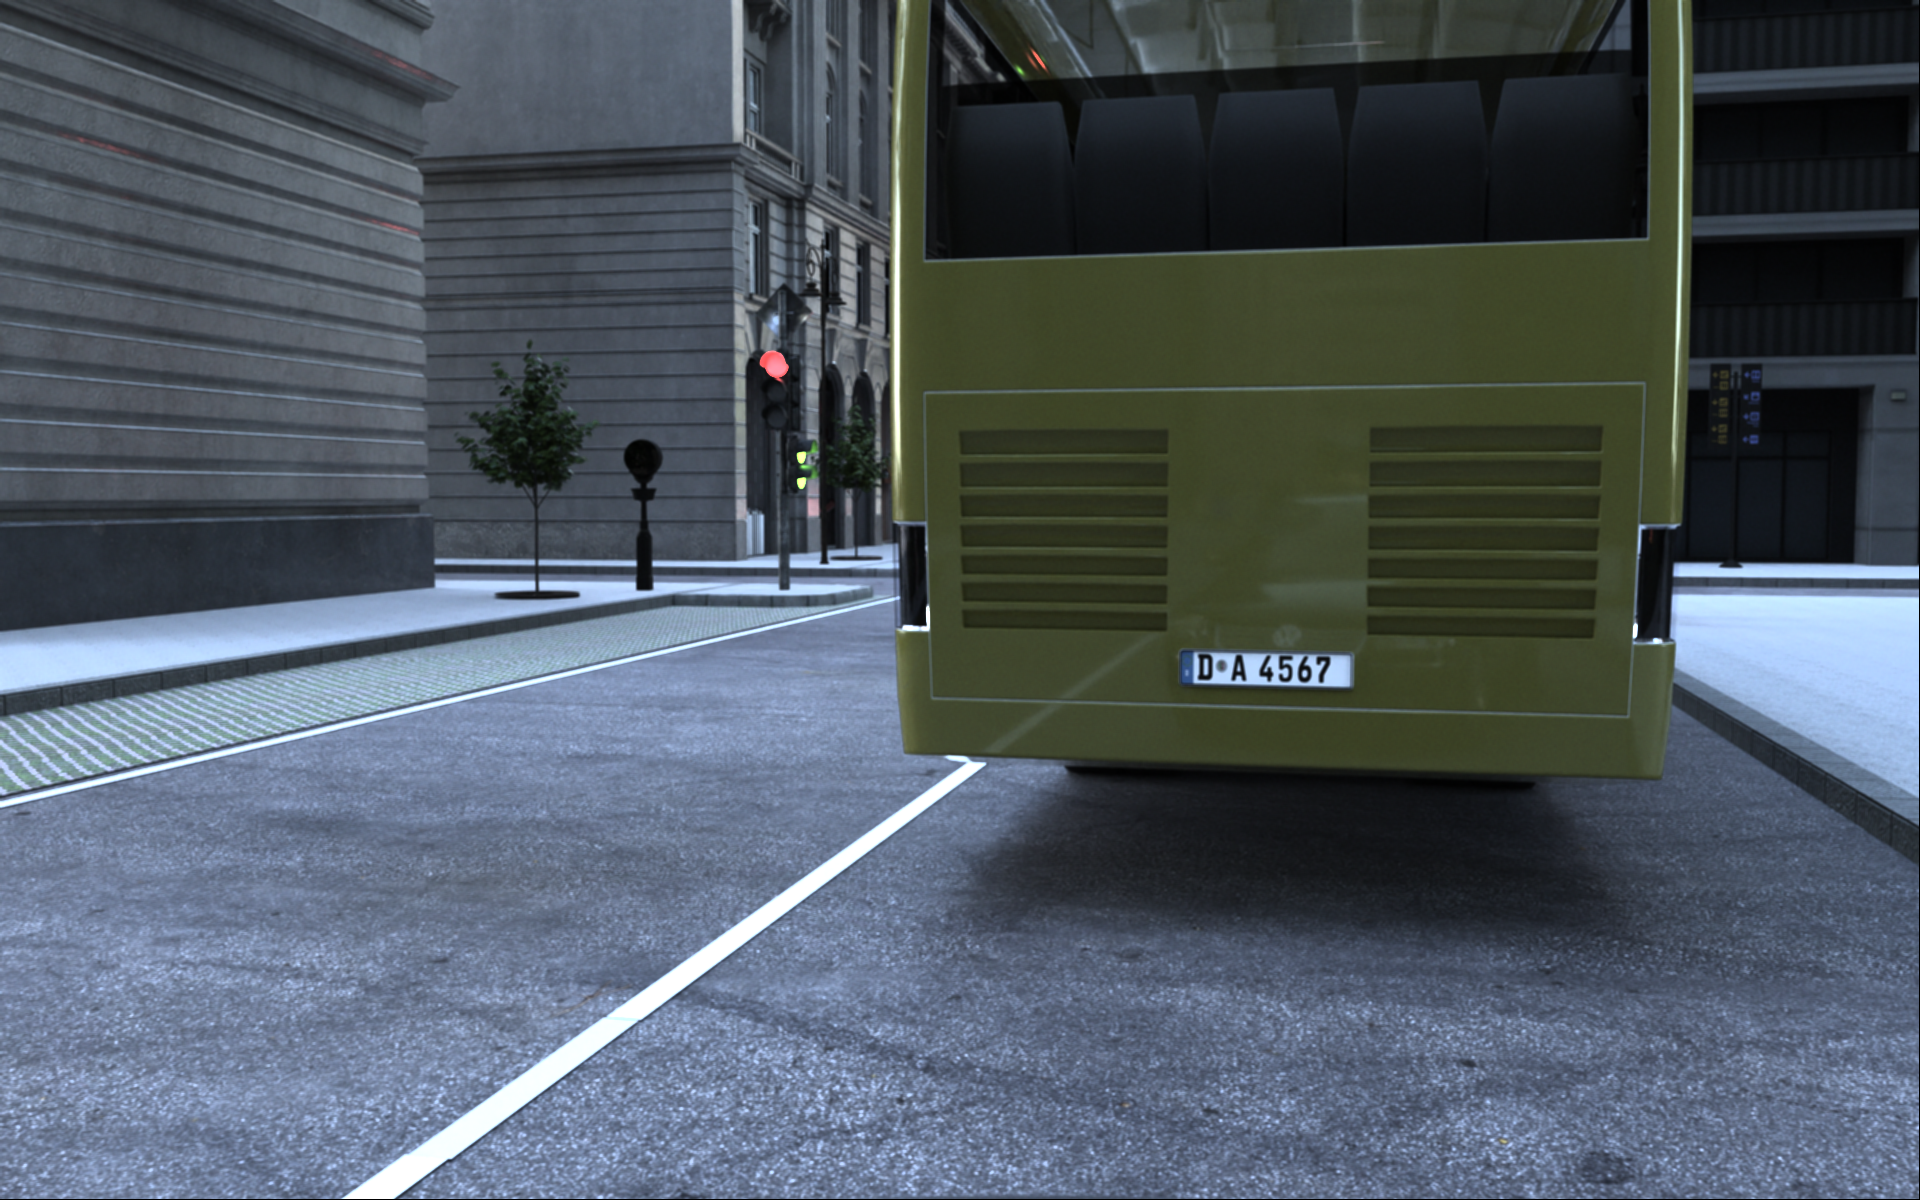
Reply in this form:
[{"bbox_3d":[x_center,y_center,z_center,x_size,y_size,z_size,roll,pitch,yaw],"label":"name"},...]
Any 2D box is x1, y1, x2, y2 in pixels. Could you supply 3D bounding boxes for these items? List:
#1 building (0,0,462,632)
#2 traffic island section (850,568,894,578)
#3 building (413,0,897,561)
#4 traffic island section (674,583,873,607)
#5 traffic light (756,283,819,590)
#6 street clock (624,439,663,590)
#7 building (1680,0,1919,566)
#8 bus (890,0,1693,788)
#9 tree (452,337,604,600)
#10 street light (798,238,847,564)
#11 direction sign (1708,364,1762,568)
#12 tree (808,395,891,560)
[{"bbox_3d":[-17.278,-11.717,20.449,19.941,23.489,11.050,1,4,13],"label":"building"},{"bbox_3d":[-0.618,-0.535,31.028,2.009,0.180,2.903,1,4,13],"label":"traffic island section"},{"bbox_3d":[-7.461,-12.423,44.912,13.314,21.916,24.055,1,4,13],"label":"building"},{"bbox_3d":[-2.375,-0.059,23.238,2.009,0.180,2.903,1,4,13],"label":"traffic island section"},{"bbox_3d":[-2.338,-2.090,23.094,0.839,4.253,0.868,1,4,13],"label":"traffic light"},{"bbox_3d":[-4.217,-1.134,23.108,0.471,2.002,0.358,0,4,3],"label":"street clock"},{"bbox_3d":[23.964,-36.652,37.512,20.611,71.187,20.563,1,4,13],"label":"building"},{"bbox_3d":[2.316,-1.215,11.418,2.896,3.916,12.252,1,4,13],"label":"bus"},{"bbox_3d":[-5.307,-1.652,21.606,1.663,3.219,1.824,0,3,0],"label":"tree"},{"bbox_3d":[-2.487,-3.595,31.564,0.468,5.910,1.993,1,4,13],"label":"street light"},{"bbox_3d":[13.467,-2.334,30.151,0.876,3.537,0.379,0,4,2],"label":"direction sign"},{"bbox_3d":[-1.945,-2.411,34.016,1.663,3.219,1.824,0,3,0],"label":"tree"}]
